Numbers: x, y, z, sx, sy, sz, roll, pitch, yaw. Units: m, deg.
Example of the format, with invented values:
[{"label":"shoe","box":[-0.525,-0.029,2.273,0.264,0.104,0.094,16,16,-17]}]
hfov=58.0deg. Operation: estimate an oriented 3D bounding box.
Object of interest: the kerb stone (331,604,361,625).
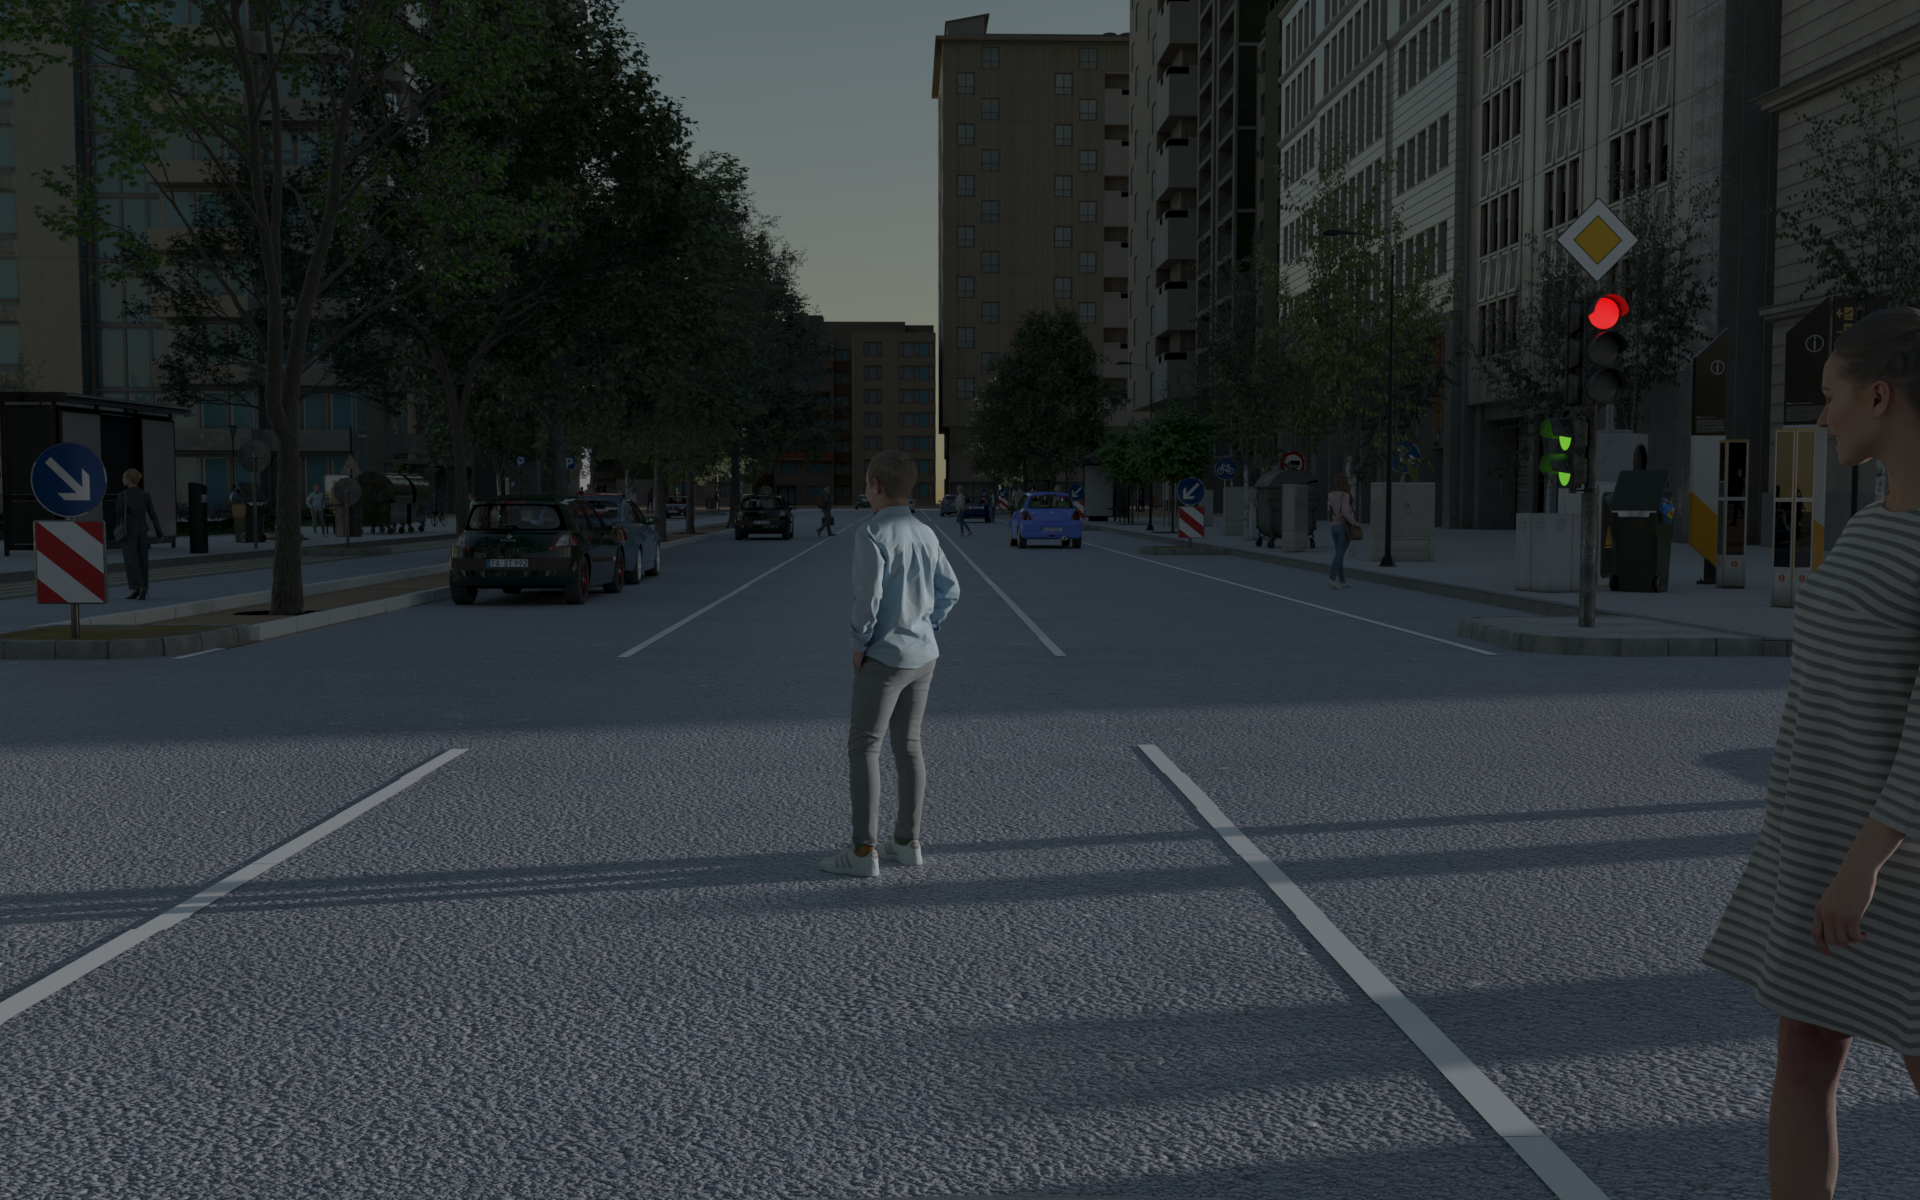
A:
[{"label":"kerb stone","box":[-6.955,0.175,19.396,0.120,0.150,1.000,0,4,-2]}]

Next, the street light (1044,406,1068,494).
[{"label":"street light","box":[5.093,-7.264,91.303,1.470,5.913,1.316,0,4,-2]}]

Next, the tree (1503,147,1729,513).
[{"label":"tree","box":[14.585,-5.329,37.493,4.360,8.622,3.978,0,3,0]}]

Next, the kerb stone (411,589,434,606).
[{"label":"kerb stone","box":[-7.059,-0.016,22.465,0.120,0.150,1.000,0,4,-2]}]

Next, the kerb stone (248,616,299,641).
[{"label":"kerb stone","box":[-6.889,0.296,17.352,0.120,0.150,1.000,0,4,-2]}]

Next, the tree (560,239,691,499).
[{"label":"tree","box":[-8.647,-5.644,45.104,4.737,8.622,4.395,0,3,0]}]

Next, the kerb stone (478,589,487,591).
[{"label":"kerb stone","box":[-7.180,-0.263,26.577,0.120,0.150,1.000,0,4,-2]}]

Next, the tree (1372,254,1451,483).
[{"label":"tree","box":[13.568,-6.290,53.202,4.360,8.622,3.978,0,3,0]}]

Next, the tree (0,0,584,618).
[{"label":"tree","box":[-7.852,-5.616,20.037,9.928,11.665,9.643,0,3,0]}]

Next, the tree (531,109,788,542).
[{"label":"tree","box":[-9.045,-8.012,51.579,7.486,12.596,7.792,0,3,0]}]

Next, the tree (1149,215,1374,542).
[{"label":"tree","box":[7.805,-5.841,45.865,4.360,8.622,3.978,0,3,0]}]

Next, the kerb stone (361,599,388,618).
[{"label":"kerb stone","box":[-6.987,0.113,20.418,0.120,0.150,1.000,0,4,-2]}]

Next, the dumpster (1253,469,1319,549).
[{"label":"dumpster","box":[7.792,-2.175,41.325,1.264,1.857,1.865,0,4,-2]}]

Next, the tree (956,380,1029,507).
[{"label":"tree","box":[3.385,-15.328,168.739,7.486,12.596,7.792,0,3,0]}]

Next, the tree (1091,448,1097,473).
[{"label":"tree","box":[7.216,-5.449,72.798,4.285,4.588,4.351,0,3,0]}]

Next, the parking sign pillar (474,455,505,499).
[{"label":"parking sign pillar","box":[-21.188,-5.477,78.013,1.447,3.967,1.447,0,4,2]}]

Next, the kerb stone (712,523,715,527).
[{"label":"kerb stone","box":[-10.792,-3.210,74.730,0.120,0.150,1.000,0,4,-2]}]

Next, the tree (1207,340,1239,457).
[{"label":"tree","box":[12.635,-7.471,72.507,4.737,8.622,4.395,0,3,0]}]

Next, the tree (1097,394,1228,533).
[{"label":"tree","box":[7.098,-4.481,56.974,4.285,4.588,4.351,0,3,0]}]

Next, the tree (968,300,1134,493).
[{"label":"tree","box":[5.503,-11.365,102.818,9.611,12.733,9.660,0,3,0]}]

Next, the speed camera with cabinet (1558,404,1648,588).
[{"label":"speed camera with cabinet","box":[9.096,-1.841,24.434,0.660,3.252,2.038,3,5,39]}]

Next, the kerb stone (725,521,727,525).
[{"label":"kerb stone","box":[-10.962,-3.526,79.858,0.120,0.150,1.000,0,4,-2]}]

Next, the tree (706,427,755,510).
[{"label":"tree","box":[-10.075,-7.760,79.701,4.360,8.622,3.978,0,3,0]}]

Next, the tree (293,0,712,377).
[{"label":"tree","box":[-8.256,-5.634,28.980,8.767,10.594,7.601,0,4,-2]}]

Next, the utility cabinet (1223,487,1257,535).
[{"label":"utility cabinet","box":[8.696,-2.723,53.201,1.173,1.500,0.318,0,4,-2]}]

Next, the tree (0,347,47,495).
[{"label":"tree","box":[-47.789,-8.383,87.426,4.360,8.622,3.978,0,3,0]}]

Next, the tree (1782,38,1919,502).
[{"label":"tree","box":[15.659,-4.798,28.813,4.360,8.622,3.978,0,3,0]}]

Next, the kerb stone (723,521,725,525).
[{"label":"kerb stone","box":[-10.918,-3.464,78.828,0.120,0.150,1.000,0,4,-2]}]

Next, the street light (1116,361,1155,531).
[{"label":"street light","box":[6.155,-5.395,60.749,1.470,5.913,1.316,0,4,-2]}]

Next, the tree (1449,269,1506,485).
[{"label":"tree","box":[15.899,-5.901,46.847,4.360,8.622,3.978,0,3,0]}]

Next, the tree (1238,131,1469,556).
[{"label":"tree","box":[8.049,-5.195,35.296,4.737,8.622,4.395,0,3,0]}]

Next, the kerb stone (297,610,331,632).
[{"label":"kerb stone","box":[-6.923,0.234,18.374,0.120,0.150,1.000,0,4,-2]}]

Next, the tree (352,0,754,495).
[{"label":"tree","box":[-8.780,-7.225,37.593,9.611,12.733,9.660,0,3,0]}]

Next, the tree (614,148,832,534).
[{"label":"tree","box":[-9.606,-9.085,61.367,12.009,13.543,11.850,0,3,0]}]

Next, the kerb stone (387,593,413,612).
[{"label":"kerb stone","box":[-7.009,0.051,21.442,0.120,0.150,1.000,0,4,-2]}]

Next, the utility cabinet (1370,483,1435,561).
[{"label":"utility cabinet","box":[8.437,-1.490,33.037,1.173,1.500,0.318,1,4,11]}]

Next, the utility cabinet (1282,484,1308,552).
[{"label":"utility cabinet","box":[7.460,-1.823,38.482,0.318,1.500,1.173,2,4,25]}]

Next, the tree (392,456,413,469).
[{"label":"tree","box":[-26.971,-5.432,83.422,1.663,3.219,1.824,0,3,0]}]

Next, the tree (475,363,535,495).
[{"label":"tree","box":[-18.905,-7.357,70.657,4.360,8.622,3.978,0,3,0]}]

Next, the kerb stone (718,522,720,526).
[{"label":"kerb stone","box":[-10.853,-3.338,76.779,0.120,0.150,1.000,0,4,-2]}]

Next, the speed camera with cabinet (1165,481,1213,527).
[{"label":"speed camera with cabinet","box":[8.990,-4.523,68.282,2.038,3.252,0.660,-2,4,-26]}]

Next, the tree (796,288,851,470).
[{"label":"tree","box":[-9.437,-9.361,72.521,9.611,12.733,9.660,0,3,0]}]

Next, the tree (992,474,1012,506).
[{"label":"tree","box":[4.291,-12.245,150.575,4.360,8.622,3.978,0,3,0]}]

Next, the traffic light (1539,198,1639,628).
[{"label":"traffic light","box":[6.030,-1.693,16.599,0.839,4.253,0.868,0,4,-2]}]

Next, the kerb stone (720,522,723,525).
[{"label":"kerb stone","box":[-10.894,-3.399,77.801,0.120,0.150,1.000,0,4,-2]}]

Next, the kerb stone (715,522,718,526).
[{"label":"kerb stone","box":[-10.828,-3.269,75.758,0.120,0.150,1.000,0,4,-2]}]

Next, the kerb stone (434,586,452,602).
[{"label":"kerb stone","box":[-7.074,-0.079,23.489,0.120,0.150,1.000,0,4,-2]}]
